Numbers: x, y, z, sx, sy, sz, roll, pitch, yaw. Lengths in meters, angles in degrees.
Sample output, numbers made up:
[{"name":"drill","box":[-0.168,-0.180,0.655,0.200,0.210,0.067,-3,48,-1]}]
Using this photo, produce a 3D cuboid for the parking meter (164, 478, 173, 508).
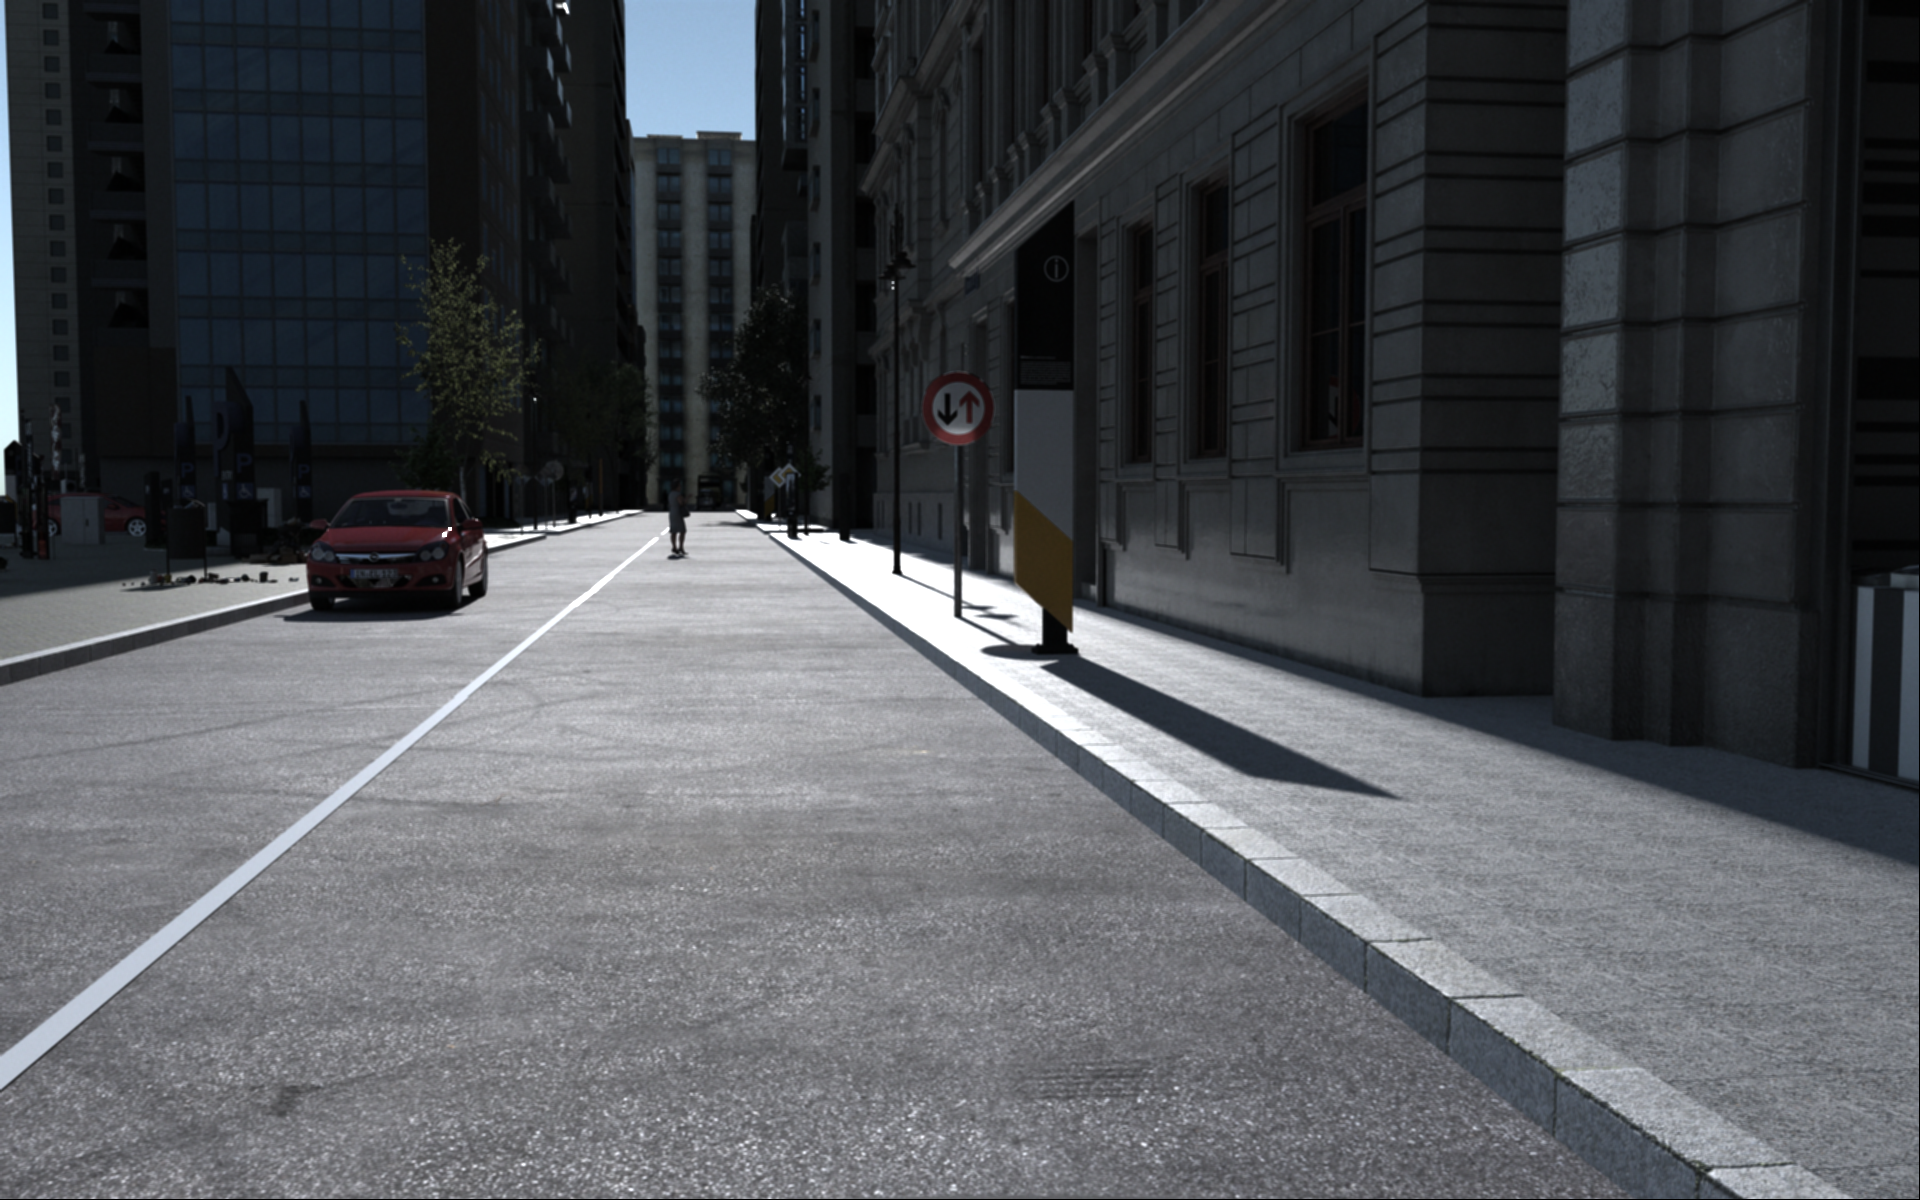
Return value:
[{"name":"parking meter","box":[-29.478,-3.587,64.350,0.399,1.863,0.255,-1,4,-18]}]

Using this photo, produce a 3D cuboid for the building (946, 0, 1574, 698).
[{"name":"building","box":[6.432,-11.278,20.549,11.583,22.565,21.152,-1,4,-8]}]

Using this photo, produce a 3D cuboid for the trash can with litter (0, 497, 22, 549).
[{"name":"trash can with litter","box":[-23.007,-1.821,40.831,1.678,1.210,2.233,3,5,41]}]

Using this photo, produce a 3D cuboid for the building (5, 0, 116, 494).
[{"name":"building","box":[-89.866,-46.051,191.183,20.611,71.187,20.563,-1,4,-8]}]

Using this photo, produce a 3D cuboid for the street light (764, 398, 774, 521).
[{"name":"street light","box":[-9.177,-6.782,83.681,0.468,5.910,1.993,-1,4,-8]}]

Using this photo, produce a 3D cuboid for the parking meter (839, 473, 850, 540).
[{"name":"parking meter","box":[-3.213,-2.598,48.194,0.255,1.863,0.399,0,4,4]}]

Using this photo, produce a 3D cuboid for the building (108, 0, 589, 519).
[{"name":"building","box":[-34.523,-29.409,100.443,23.786,49.044,30.456,-1,4,-8]}]

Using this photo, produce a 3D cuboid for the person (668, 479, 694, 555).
[{"name":"person","box":[-6.583,-1.968,41.030,0.532,1.782,0.716,-3,4,-38]}]

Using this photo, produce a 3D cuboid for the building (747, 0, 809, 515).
[{"name":"building","box":[-3.386,-49.309,118.879,22.319,86.520,31.000,-1,4,-8]}]

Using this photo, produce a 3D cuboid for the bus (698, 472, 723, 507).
[{"name":"bus","box":[-27.866,-12.324,193.045,2.896,3.916,12.252,0,4,-8]}]

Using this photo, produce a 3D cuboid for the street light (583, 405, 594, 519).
[{"name":"street light","box":[-19.289,-7.179,90.158,0.468,5.910,1.993,-1,4,-8]}]

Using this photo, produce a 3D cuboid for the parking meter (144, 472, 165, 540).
[{"name":"parking meter","box":[-20.990,-2.405,45.025,0.399,1.863,0.255,3,5,39]}]

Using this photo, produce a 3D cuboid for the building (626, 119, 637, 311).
[{"name":"building","box":[-45.212,-33.751,201.934,14.200,45.320,14.600,-1,4,-8]}]

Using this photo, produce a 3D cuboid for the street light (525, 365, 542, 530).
[{"name":"street light","box":[-15.306,-5.473,62.275,0.468,5.910,1.993,-1,4,-8]}]

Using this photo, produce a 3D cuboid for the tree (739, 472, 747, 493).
[{"name":"tree","box":[-17.908,-9.243,145.720,1.663,3.219,1.824,0,3,0]}]

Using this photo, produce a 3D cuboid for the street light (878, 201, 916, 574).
[{"name":"street light","box":[-1.012,-3.358,27.690,0.468,5.910,1.993,-1,4,-8]}]

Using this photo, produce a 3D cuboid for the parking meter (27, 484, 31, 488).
[{"name":"parking meter","box":[-35.817,-3.744,66.927,0.399,1.863,0.255,0,4,-7]}]

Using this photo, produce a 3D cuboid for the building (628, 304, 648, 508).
[{"name":"building","box":[-45.368,-19.884,170.146,27.650,21.520,28.899,-1,4,-8]}]

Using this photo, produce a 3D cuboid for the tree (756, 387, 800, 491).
[{"name":"tree","box":[-10.904,-9.290,102.251,4.360,8.622,3.978,0,3,0]}]

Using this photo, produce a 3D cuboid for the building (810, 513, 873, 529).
[{"name":"building","box":[4.257,-27.508,73.452,21.600,48.544,21.300,-1,4,-8]}]

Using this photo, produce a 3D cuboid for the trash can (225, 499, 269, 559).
[{"name":"trash can","box":[-14.079,-1.377,34.164,0.748,1.137,0.748,0,3,0]}]

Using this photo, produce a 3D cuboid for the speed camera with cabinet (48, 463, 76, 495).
[{"name":"speed camera with cabinet","box":[-56.736,-7.008,108.918,0.660,3.252,2.038,2,4,32]}]

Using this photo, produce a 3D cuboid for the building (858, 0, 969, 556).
[{"name":"building","box":[5.019,-15.644,43.174,14.401,28.519,23.554,-1,4,-8]}]

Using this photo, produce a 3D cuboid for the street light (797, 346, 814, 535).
[{"name":"street light","box":[-4.827,-4.977,54.160,0.468,5.910,1.993,-1,4,-8]}]

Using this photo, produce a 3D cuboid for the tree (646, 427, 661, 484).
[{"name":"tree","box":[-34.705,-14.644,189.786,4.360,8.622,3.978,0,3,0]}]

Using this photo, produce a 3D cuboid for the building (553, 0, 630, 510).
[{"name":"building","box":[-39.098,-31.856,144.555,21.300,48.544,21.600,-1,4,-8]}]

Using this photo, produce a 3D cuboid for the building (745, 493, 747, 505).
[{"name":"building","box":[-8.775,-31.176,201.603,32.217,40.220,23.993,-1,4,-8]}]

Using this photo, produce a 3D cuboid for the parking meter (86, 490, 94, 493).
[{"name":"parking meter","box":[-48.869,-5.439,97.346,0.372,1.533,0.369,0,3,0]}]

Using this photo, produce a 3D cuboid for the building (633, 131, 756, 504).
[{"name":"building","box":[-32.103,-37.431,231.610,30.456,49.044,23.786,-1,4,-8]}]

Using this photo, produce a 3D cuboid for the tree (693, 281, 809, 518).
[{"name":"tree","box":[-9.529,-10.785,93.338,9.611,12.733,9.660,0,3,0]}]

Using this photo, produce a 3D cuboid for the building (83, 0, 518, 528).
[{"name":"building","box":[-26.098,-25.753,71.181,14.600,45.320,14.200,-1,4,-8]}]

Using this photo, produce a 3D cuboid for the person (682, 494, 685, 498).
[{"name":"person","box":[-22.514,-7.835,139.790,0.799,1.438,0.628,0,4,0]}]

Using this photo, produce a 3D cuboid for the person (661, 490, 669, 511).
[{"name":"person","box":[-25.615,-8.698,150.721,0.705,1.822,1.348,2,4,34]}]

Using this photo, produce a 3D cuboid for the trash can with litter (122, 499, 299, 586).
[{"name":"trash can with litter","box":[-10.787,-0.855,25.040,2.233,1.210,1.678,-1,4,-14]}]

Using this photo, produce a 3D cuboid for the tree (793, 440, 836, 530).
[{"name":"tree","box":[-5.351,-4.103,61.682,1.663,3.219,1.824,0,3,0]}]

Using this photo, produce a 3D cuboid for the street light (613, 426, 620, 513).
[{"name":"street light","box":[-23.234,-8.840,117.319,0.468,5.910,1.993,-1,4,-8]}]

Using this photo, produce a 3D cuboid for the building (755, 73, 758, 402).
[{"name":"building","box":[-12.575,-29.556,166.842,14.154,41.232,14.086,-1,4,-8]}]

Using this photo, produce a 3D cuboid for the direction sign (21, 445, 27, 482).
[{"name":"direction sign","box":[-43.358,-5.414,80.515,0.379,3.537,0.876,0,3,0]}]

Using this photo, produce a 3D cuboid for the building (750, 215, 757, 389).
[{"name":"building","box":[-14.927,-25.083,181.813,14.160,30.474,14.107,-1,4,-8]}]

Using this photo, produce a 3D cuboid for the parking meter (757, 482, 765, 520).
[{"name":"parking meter","box":[-9.861,-4.902,85.860,0.255,1.863,0.399,2,4,34]}]

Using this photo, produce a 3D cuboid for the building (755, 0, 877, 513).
[{"name":"building","box":[-6.557,-32.158,149.488,21.300,48.544,21.600,-1,4,-8]}]
